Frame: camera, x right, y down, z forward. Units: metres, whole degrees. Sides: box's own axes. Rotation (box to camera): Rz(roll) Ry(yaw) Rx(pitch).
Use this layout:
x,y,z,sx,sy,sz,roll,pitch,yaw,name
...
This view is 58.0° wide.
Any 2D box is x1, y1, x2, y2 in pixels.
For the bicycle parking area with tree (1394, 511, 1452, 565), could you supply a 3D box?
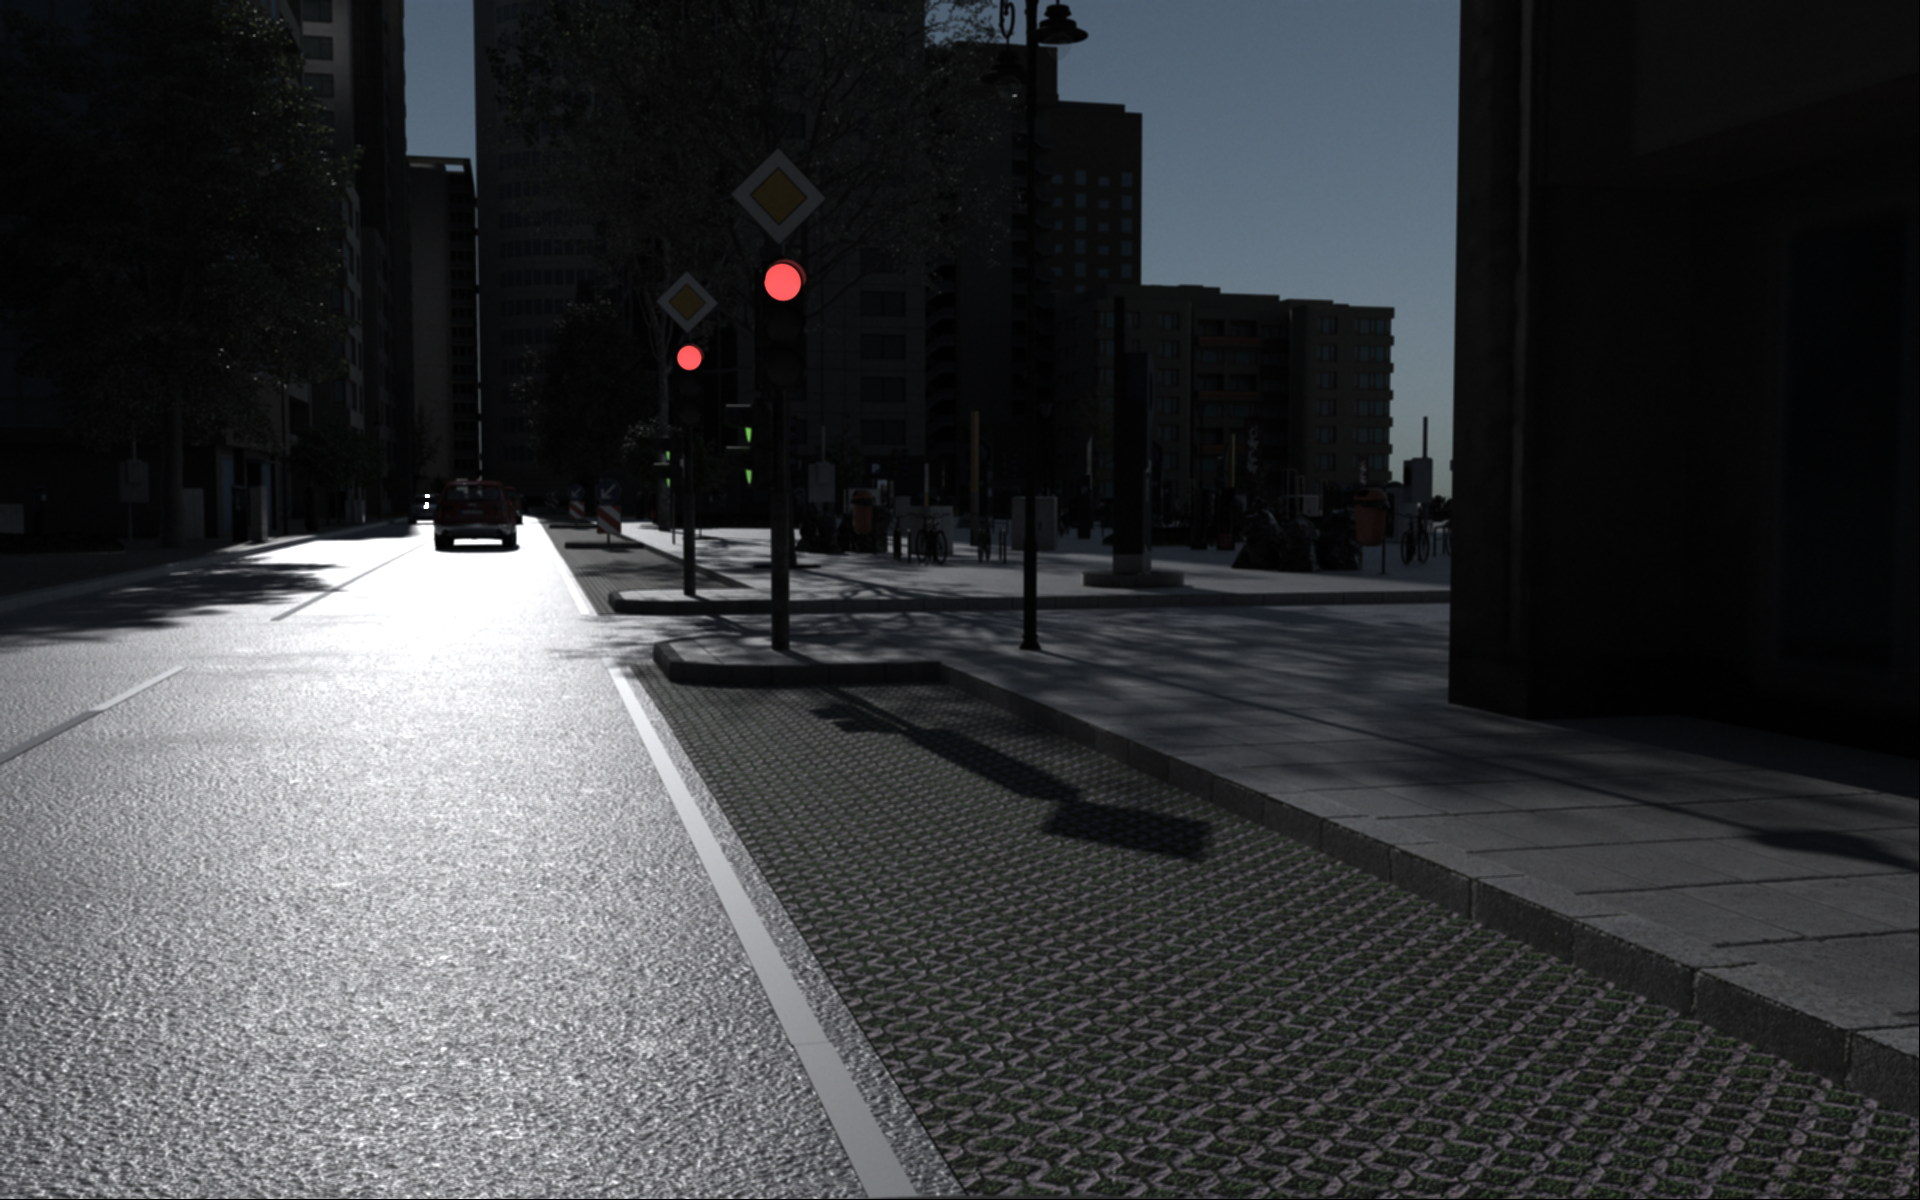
x,y,z,sx,sy,sz,roll,pitch,yaw,name
12.577,-2.815,33.032,8.231,4.147,9.016,2,4,35,bicycle parking area with tree

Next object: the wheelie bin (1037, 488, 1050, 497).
x,y,z,sx,sy,sz,roll,pitch,yaw,name
4.446,-5.068,90.769,0.693,1.594,0.980,3,4,39,wheelie bin

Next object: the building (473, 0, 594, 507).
x,y,z,sx,sy,sz,roll,pitch,yaw,name
-37.650,-39.485,187.578,28.212,58.520,21.231,-1,4,-14,building

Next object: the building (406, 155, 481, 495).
x,y,z,sx,sy,sz,roll,pitch,yaw,name
-64.415,-30.314,187.516,23.993,40.220,32.217,-1,4,-14,building

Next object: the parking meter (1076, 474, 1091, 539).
x,y,z,sx,sy,sz,roll,pitch,yaw,name
3.544,-2.692,49.729,0.399,1.863,0.255,0,4,-2,parking meter

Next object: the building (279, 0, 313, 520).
x,y,z,sx,sy,sz,roll,pitch,yaw,name
-41.836,-27.733,77.129,21.300,48.544,21.600,-1,4,-14,building

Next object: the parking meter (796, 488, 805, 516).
x,y,z,sx,sy,sz,roll,pitch,yaw,name
-6.424,-3.759,69.876,0.372,1.533,0.369,0,3,0,parking meter

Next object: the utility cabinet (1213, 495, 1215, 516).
x,y,z,sx,sy,sz,roll,pitch,yaw,name
12.983,-4.722,88.368,1.020,1.237,0.306,0,4,5,utility cabinet

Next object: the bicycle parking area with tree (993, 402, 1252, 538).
x,y,z,sx,sy,sz,roll,pitch,yaw,name
5.199,-4.138,54.665,8.231,4.147,9.016,0,4,0,bicycle parking area with tree

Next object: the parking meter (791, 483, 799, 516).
x,y,z,sx,sy,sz,roll,pitch,yaw,name
-8.457,-5.080,88.775,0.399,1.863,0.255,0,4,6,parking meter

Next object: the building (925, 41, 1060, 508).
x,y,z,sx,sy,sz,roll,pitch,yaw,name
0.499,-31.783,169.758,14.200,45.320,14.600,-1,4,-14,building

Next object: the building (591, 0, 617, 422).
x,y,z,sx,sy,sz,roll,pitch,yaw,name
-21.295,-27.564,134.271,14.154,41.232,14.086,-1,4,-14,building

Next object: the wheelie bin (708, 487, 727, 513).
x,y,z,sx,sy,sz,roll,pitch,yaw,name
-11.398,-4.509,81.623,0.693,1.594,0.980,2,4,25,wheelie bin

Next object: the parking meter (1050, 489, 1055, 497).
x,y,z,sx,sy,sz,roll,pitch,yaw,name
4.804,-4.944,89.241,0.372,1.533,0.369,0,3,0,parking meter

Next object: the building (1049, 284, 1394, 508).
x,y,z,sx,sy,sz,roll,pitch,yaw,name
22.755,-19.898,170.366,28.899,21.520,27.650,-1,4,-14,building

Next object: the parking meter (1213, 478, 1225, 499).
x,y,z,sx,sy,sz,roll,pitch,yaw,name
9.433,-3.500,62.935,0.255,1.863,0.399,-1,4,-16,parking meter

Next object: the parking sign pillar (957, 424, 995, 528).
x,y,z,sx,sy,sz,roll,pitch,yaw,name
0.657,-4.918,68.884,1.447,3.967,1.447,-2,4,-28,parking sign pillar

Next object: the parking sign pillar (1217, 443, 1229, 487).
x,y,z,sx,sy,sz,roll,pitch,yaw,name
13.714,-6.236,90.437,1.447,3.967,1.447,1,4,17,parking sign pillar

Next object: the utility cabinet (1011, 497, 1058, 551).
x,y,z,sx,sy,sz,roll,pitch,yaw,name
1.698,-1.738,39.580,1.020,1.237,0.306,1,4,21,utility cabinet

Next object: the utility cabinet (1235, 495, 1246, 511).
x,y,z,sx,sy,sz,roll,pitch,yaw,name
16.222,-5.486,100.862,0.306,1.237,1.020,-2,4,-33,utility cabinet

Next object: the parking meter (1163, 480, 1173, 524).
x,y,z,sx,sy,sz,roll,pitch,yaw,name
8.784,-4.124,73.131,0.399,1.863,0.255,2,4,32,parking meter

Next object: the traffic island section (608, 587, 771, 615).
x,y,z,sx,sy,sz,roll,pitch,yaw,name
-3.418,0.014,22.052,2.009,0.180,2.903,-1,4,-14,traffic island section

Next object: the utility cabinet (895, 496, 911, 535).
x,y,z,sx,sy,sz,roll,pitch,yaw,name
-1.805,-2.636,54.263,0.306,1.237,1.020,-1,4,-14,utility cabinet

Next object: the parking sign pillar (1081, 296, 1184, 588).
x,y,z,sx,sy,sz,roll,pitch,yaw,name
2.430,-2.190,24.278,1.447,3.967,1.447,1,4,12,parking sign pillar

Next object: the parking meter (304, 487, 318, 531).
x,y,z,sx,sy,sz,roll,pitch,yaw,name
-24.523,-3.479,65.287,0.372,1.533,0.369,0,3,0,parking meter

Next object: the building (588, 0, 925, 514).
x,y,z,sx,sy,sz,roll,pitch,yaw,name
-14.619,-41.482,116.486,20.563,71.187,20.611,-1,4,-14,building

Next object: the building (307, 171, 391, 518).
x,y,z,sx,sy,sz,roll,pitch,yaw,name
-49.837,-15.822,103.724,27.650,21.520,28.899,-1,4,-14,building

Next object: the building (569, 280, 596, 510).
x,y,z,sx,sy,sz,roll,pitch,yaw,name
-20.933,-19.086,157.089,27.650,21.520,28.899,-1,4,-14,building

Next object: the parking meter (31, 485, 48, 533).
x,y,z,sx,sy,sz,roll,pitch,yaw,name
-25.084,-2.374,47.222,0.372,1.533,0.369,0,3,0,parking meter

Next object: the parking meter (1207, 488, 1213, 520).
x,y,z,sx,sy,sz,roll,pitch,yaw,name
13.739,-5.353,95.934,0.372,1.533,0.369,0,3,0,parking meter

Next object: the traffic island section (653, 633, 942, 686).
x,y,z,sx,sy,sz,roll,pitch,yaw,name
-1.459,0.488,14.310,2.009,0.180,2.903,-1,4,-14,traffic island section

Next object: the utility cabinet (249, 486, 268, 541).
x,y,z,sx,sy,sz,roll,pitch,yaw,name
-18.940,-2.328,46.747,0.318,1.500,1.173,-1,4,-15,utility cabinet

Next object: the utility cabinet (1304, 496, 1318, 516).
x,y,z,sx,sy,sz,roll,pitch,yaw,name
14.505,-3.767,72.744,1.020,1.237,0.306,1,4,18,utility cabinet

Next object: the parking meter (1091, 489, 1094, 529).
x,y,z,sx,sy,sz,roll,pitch,yaw,name
4.684,-3.352,63.212,0.372,1.533,0.369,0,3,0,parking meter

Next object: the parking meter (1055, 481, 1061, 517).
x,y,z,sx,sy,sz,roll,pitch,yaw,name
4.400,-4.408,77.777,0.255,1.863,0.399,1,4,10,parking meter

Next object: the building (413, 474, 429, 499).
x,y,z,sx,sy,sz,roll,pitch,yaw,name
-62.231,-30.343,150.738,28.867,44.769,22.147,-1,4,-14,building

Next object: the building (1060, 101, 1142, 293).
x,y,z,sx,sy,sz,roll,pitch,yaw,name
11.555,-33.487,197.627,14.200,45.320,14.600,-1,4,-14,building

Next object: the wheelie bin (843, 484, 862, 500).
x,y,z,sx,sy,sz,roll,pitch,yaw,name
-3.404,-3.002,56.993,0.693,1.594,0.980,-2,4,-35,wheelie bin

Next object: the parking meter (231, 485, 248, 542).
x,y,z,sx,sy,sz,roll,pitch,yaw,name
-19.272,-2.319,46.321,0.372,1.533,0.369,0,3,0,parking meter

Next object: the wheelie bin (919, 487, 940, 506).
x,y,z,sx,sy,sz,roll,pitch,yaw,name
-1.459,-4.505,81.559,0.980,1.594,0.693,-1,4,-20,wheelie bin

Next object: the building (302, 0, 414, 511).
x,y,z,sx,sy,sz,roll,pitch,yaw,name
-47.837,-27.045,125.778,14.154,41.232,14.086,-1,4,-14,building
